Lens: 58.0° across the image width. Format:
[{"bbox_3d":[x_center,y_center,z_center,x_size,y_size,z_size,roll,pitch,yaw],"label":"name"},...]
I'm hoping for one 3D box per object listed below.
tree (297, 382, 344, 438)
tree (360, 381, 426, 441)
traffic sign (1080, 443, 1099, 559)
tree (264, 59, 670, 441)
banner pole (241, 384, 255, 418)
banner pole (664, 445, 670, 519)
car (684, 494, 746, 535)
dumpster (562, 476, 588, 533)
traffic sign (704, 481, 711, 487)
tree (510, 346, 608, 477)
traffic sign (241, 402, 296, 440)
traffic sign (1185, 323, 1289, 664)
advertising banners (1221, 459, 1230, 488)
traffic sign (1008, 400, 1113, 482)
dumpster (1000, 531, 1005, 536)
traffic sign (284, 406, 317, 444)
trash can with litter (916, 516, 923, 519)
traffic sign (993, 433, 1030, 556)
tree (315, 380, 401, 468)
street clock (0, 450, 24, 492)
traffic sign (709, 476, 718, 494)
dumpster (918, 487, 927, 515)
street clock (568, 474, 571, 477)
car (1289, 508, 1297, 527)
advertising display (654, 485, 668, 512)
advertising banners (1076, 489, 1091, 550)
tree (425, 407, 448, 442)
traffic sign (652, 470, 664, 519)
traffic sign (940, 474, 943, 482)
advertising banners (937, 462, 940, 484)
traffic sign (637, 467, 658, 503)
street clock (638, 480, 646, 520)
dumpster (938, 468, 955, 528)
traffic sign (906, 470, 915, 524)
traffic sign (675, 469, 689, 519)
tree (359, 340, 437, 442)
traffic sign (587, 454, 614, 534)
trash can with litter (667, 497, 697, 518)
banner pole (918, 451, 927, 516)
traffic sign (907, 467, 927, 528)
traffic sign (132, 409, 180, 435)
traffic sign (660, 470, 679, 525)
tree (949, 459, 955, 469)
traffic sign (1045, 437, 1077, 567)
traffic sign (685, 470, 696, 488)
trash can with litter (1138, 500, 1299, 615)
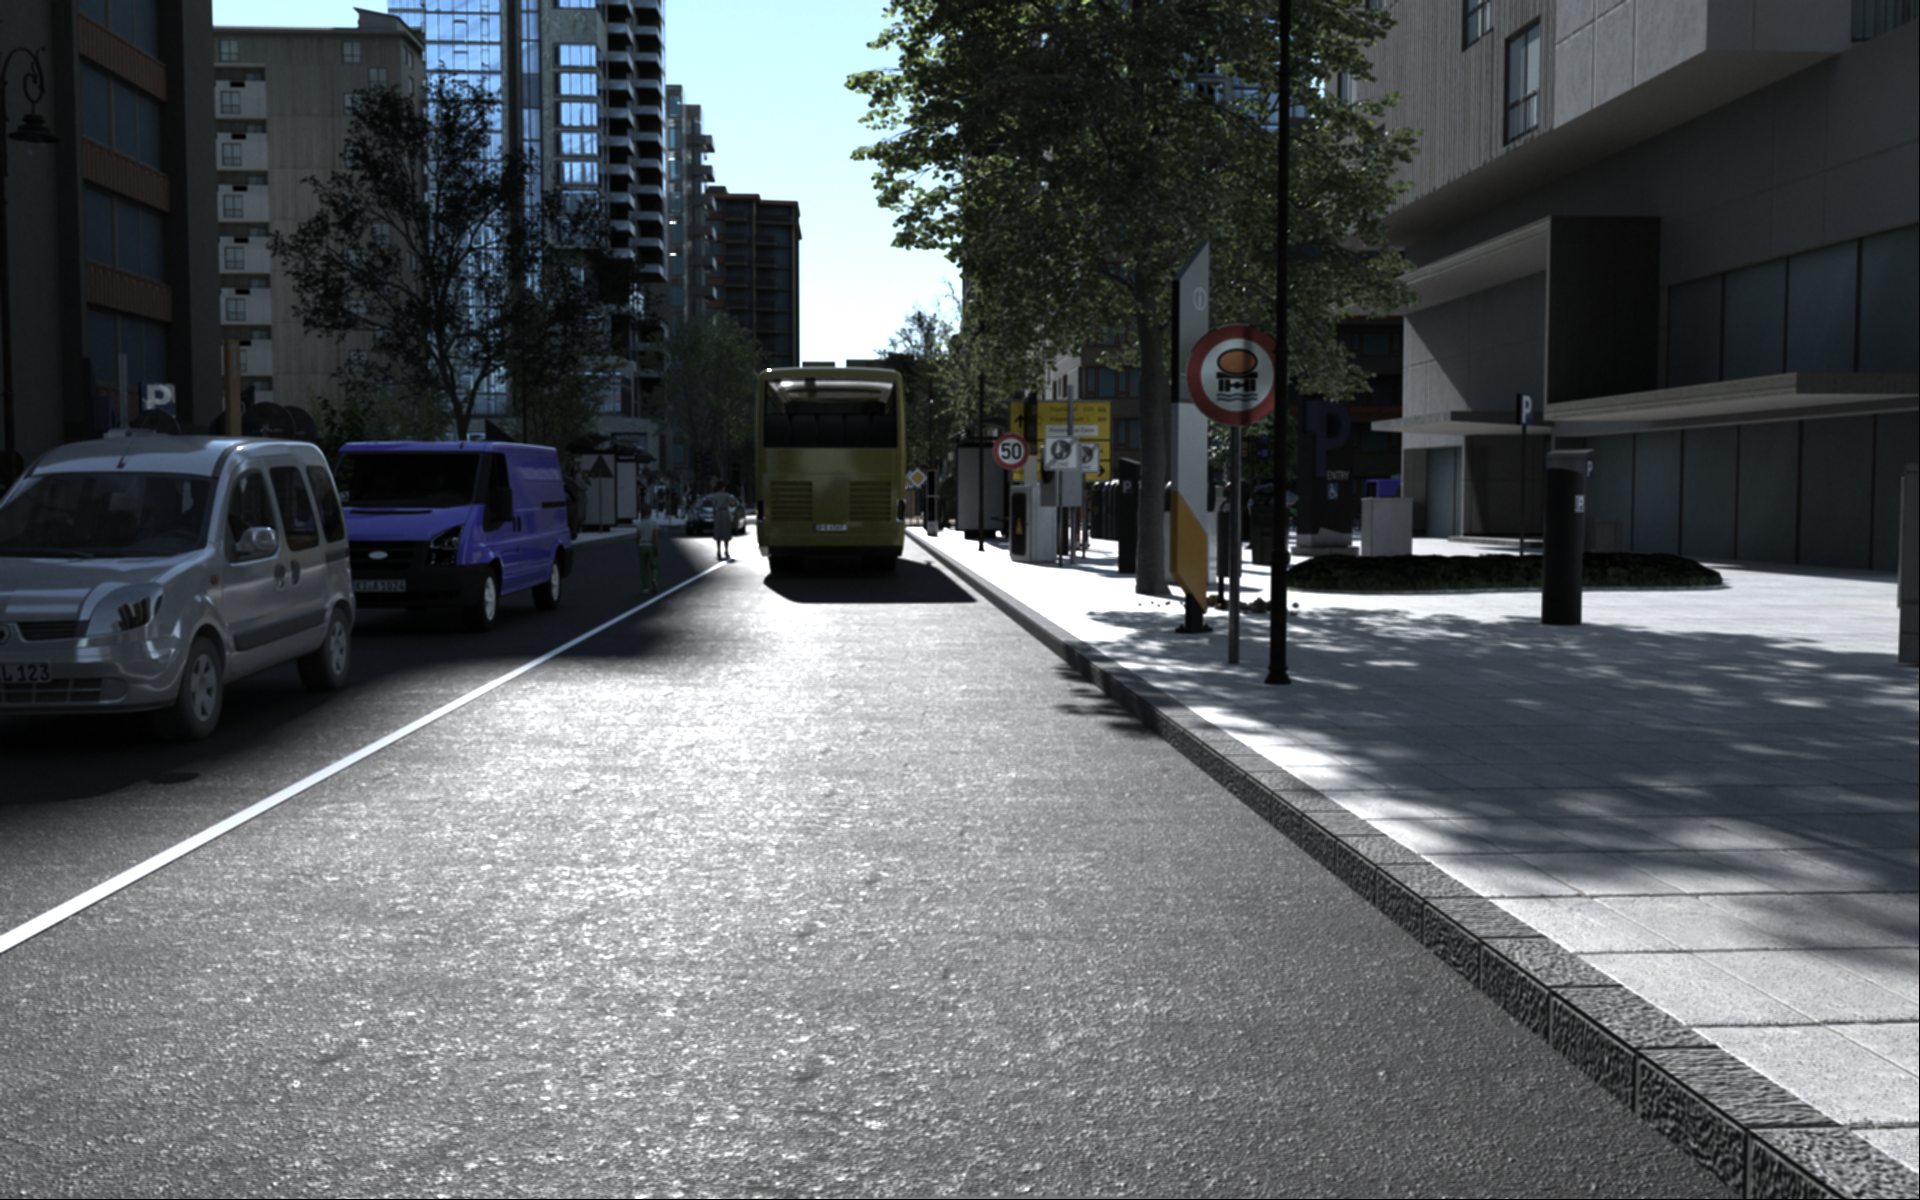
[{"bbox_3d":[-42.251,-9.949,113.022,4.737,8.622,4.395,0,3,0],"label":"tree"},{"bbox_3d":[-36.327,-9.653,108.192,4.360,8.622,3.978,0,3,0],"label":"tree"},{"bbox_3d":[2.452,-1.966,34.273,0.606,2.300,0.079,0,4,2],"label":"traffic sign"},{"bbox_3d":[-10.433,-6.259,36.754,8.767,10.594,7.601,-1,4,-14],"label":"tree"},{"bbox_3d":[-16.148,-3.005,39.150,0.401,3.779,0.863,2,4,28],"label":"banner pole"},{"bbox_3d":[-15.080,-6.049,88.912,0.401,3.779,0.863,0,4,-7],"label":"banner pole"},{"bbox_3d":[-8.744,-3.083,62.202,2.131,1.459,4.920,0,4,-2],"label":"car"},{"bbox_3d":[-13.009,-3.133,56.985,1.264,1.857,1.865,0,4,-4],"label":"dumpster"},{"bbox_3d":[-17.872,-7.558,123.674,0.768,2.556,0.104,0,4,6],"label":"traffic sign"},{"bbox_3d":[-19.258,-8.179,84.089,4.360,8.622,3.978,0,3,0],"label":"tree"},{"bbox_3d":[-9.551,-1.455,23.900,0.768,2.556,0.104,0,4,-2],"label":"traffic sign"},{"bbox_3d":[2.072,-0.790,13.029,0.768,2.556,0.104,0,4,4],"label":"traffic sign"},{"bbox_3d":[12.007,-4.795,74.590,0.090,3.025,2.074,-3,5,-42],"label":"advertising banners"},{"bbox_3d":[2.161,-2.665,37.447,2.265,3.308,0.079,0,4,-2],"label":"traffic sign"},{"bbox_3d":[0.880,-2.818,51.826,1.264,1.857,1.865,0,4,-3],"label":"dumpster"},{"bbox_3d":[-9.661,-1.524,25.018,0.768,2.556,0.104,0,4,1],"label":"traffic sign"},{"bbox_3d":[-1.779,-4.759,88.873,1.678,1.210,2.233,2,4,24],"label":"trash can with litter"},{"bbox_3d":[1.063,-2.196,36.009,0.768,2.556,0.104,0,4,1],"label":"traffic sign"},{"bbox_3d":[-10.290,-2.136,29.526,1.663,3.219,1.824,0,3,0],"label":"tree"},{"bbox_3d":[-15.655,-1.463,28.491,0.358,2.002,0.471,1,4,19],"label":"street clock"},{"bbox_3d":[-17.321,-7.421,121.433,0.768,2.556,0.104,0,4,6],"label":"traffic sign"},{"bbox_3d":[-1.955,-6.121,105.832,1.264,1.857,1.865,0,4,-3],"label":"dumpster"},{"bbox_3d":[-14.080,-3.570,62.936,0.358,2.002,0.471,0,4,0],"label":"street clock"},{"bbox_3d":[11.439,-3.671,68.809,4.718,1.807,1.959,0,4,-5],"label":"car"},{"bbox_3d":[-21.437,-7.274,124.137,0.974,1.923,0.123,0,4,-7],"label":"advertising display"},{"bbox_3d":[2.683,-2.653,39.556,0.090,3.025,2.074,1,4,19],"label":"advertising banners"},{"bbox_3d":[-43.123,-11.506,138.477,4.360,8.622,3.978,0,3,0],"label":"tree"},{"bbox_3d":[-15.889,-5.551,90.864,0.768,2.556,0.104,0,4,1],"label":"traffic sign"},{"bbox_3d":[-1.337,-6.560,107.357,0.768,2.556,0.104,0,4,-3],"label":"traffic sign"},{"bbox_3d":[-1.006,-5.891,92.509,0.090,3.025,2.074,-1,4,-10],"label":"advertising banners"},{"bbox_3d":[-11.671,-3.731,64.641,0.795,2.450,0.064,0,4,-3],"label":"traffic sign"},{"bbox_3d":[-14.837,-4.672,80.961,0.471,2.002,0.358,-1,4,-14],"label":"street clock"},{"bbox_3d":[-0.079,-3.839,65.259,1.502,2.255,1.985,0,4,-4],"label":"dumpster"},{"bbox_3d":[-2.082,-4.255,73.206,0.795,2.450,0.064,0,4,-3],"label":"traffic sign"},{"bbox_3d":[-14.131,-5.376,88.010,0.768,2.556,0.104,0,4,-3],"label":"traffic sign"},{"bbox_3d":[-23.873,-7.814,78.128,4.737,8.622,4.395,0,3,0],"label":"tree"},{"bbox_3d":[-11.603,-3.420,55.921,0.884,2.594,0.081,0,4,3],"label":"traffic sign"},{"bbox_3d":[-14.584,-4.991,92.659,2.233,1.210,1.678,1,4,23],"label":"trash can with litter"},{"bbox_3d":[-2.218,-6.803,101.250,0.863,3.779,0.401,-3,5,-44],"label":"banner pole"},{"bbox_3d":[-1.594,-3.767,65.236,0.795,2.450,0.064,0,4,-3],"label":"traffic sign"},{"bbox_3d":[-12.015,-1.576,25.874,0.768,2.556,0.104,0,4,5],"label":"traffic sign"},{"bbox_3d":[-12.159,-4.218,72.612,0.795,2.450,0.064,0,4,-3],"label":"traffic sign"},{"bbox_3d":[0.729,-8.876,128.833,4.285,4.588,4.351,0,3,0],"label":"tree"},{"bbox_3d":[1.777,-1.738,30.544,0.606,2.300,0.079,0,4,2],"label":"traffic sign"},{"bbox_3d":[-14.300,-5.572,91.202,0.768,2.556,0.104,0,4,2],"label":"traffic sign"},{"bbox_3d":[3.032,-0.501,19.252,1.678,1.210,2.233,-1,4,-12],"label":"trash can with litter"}]
